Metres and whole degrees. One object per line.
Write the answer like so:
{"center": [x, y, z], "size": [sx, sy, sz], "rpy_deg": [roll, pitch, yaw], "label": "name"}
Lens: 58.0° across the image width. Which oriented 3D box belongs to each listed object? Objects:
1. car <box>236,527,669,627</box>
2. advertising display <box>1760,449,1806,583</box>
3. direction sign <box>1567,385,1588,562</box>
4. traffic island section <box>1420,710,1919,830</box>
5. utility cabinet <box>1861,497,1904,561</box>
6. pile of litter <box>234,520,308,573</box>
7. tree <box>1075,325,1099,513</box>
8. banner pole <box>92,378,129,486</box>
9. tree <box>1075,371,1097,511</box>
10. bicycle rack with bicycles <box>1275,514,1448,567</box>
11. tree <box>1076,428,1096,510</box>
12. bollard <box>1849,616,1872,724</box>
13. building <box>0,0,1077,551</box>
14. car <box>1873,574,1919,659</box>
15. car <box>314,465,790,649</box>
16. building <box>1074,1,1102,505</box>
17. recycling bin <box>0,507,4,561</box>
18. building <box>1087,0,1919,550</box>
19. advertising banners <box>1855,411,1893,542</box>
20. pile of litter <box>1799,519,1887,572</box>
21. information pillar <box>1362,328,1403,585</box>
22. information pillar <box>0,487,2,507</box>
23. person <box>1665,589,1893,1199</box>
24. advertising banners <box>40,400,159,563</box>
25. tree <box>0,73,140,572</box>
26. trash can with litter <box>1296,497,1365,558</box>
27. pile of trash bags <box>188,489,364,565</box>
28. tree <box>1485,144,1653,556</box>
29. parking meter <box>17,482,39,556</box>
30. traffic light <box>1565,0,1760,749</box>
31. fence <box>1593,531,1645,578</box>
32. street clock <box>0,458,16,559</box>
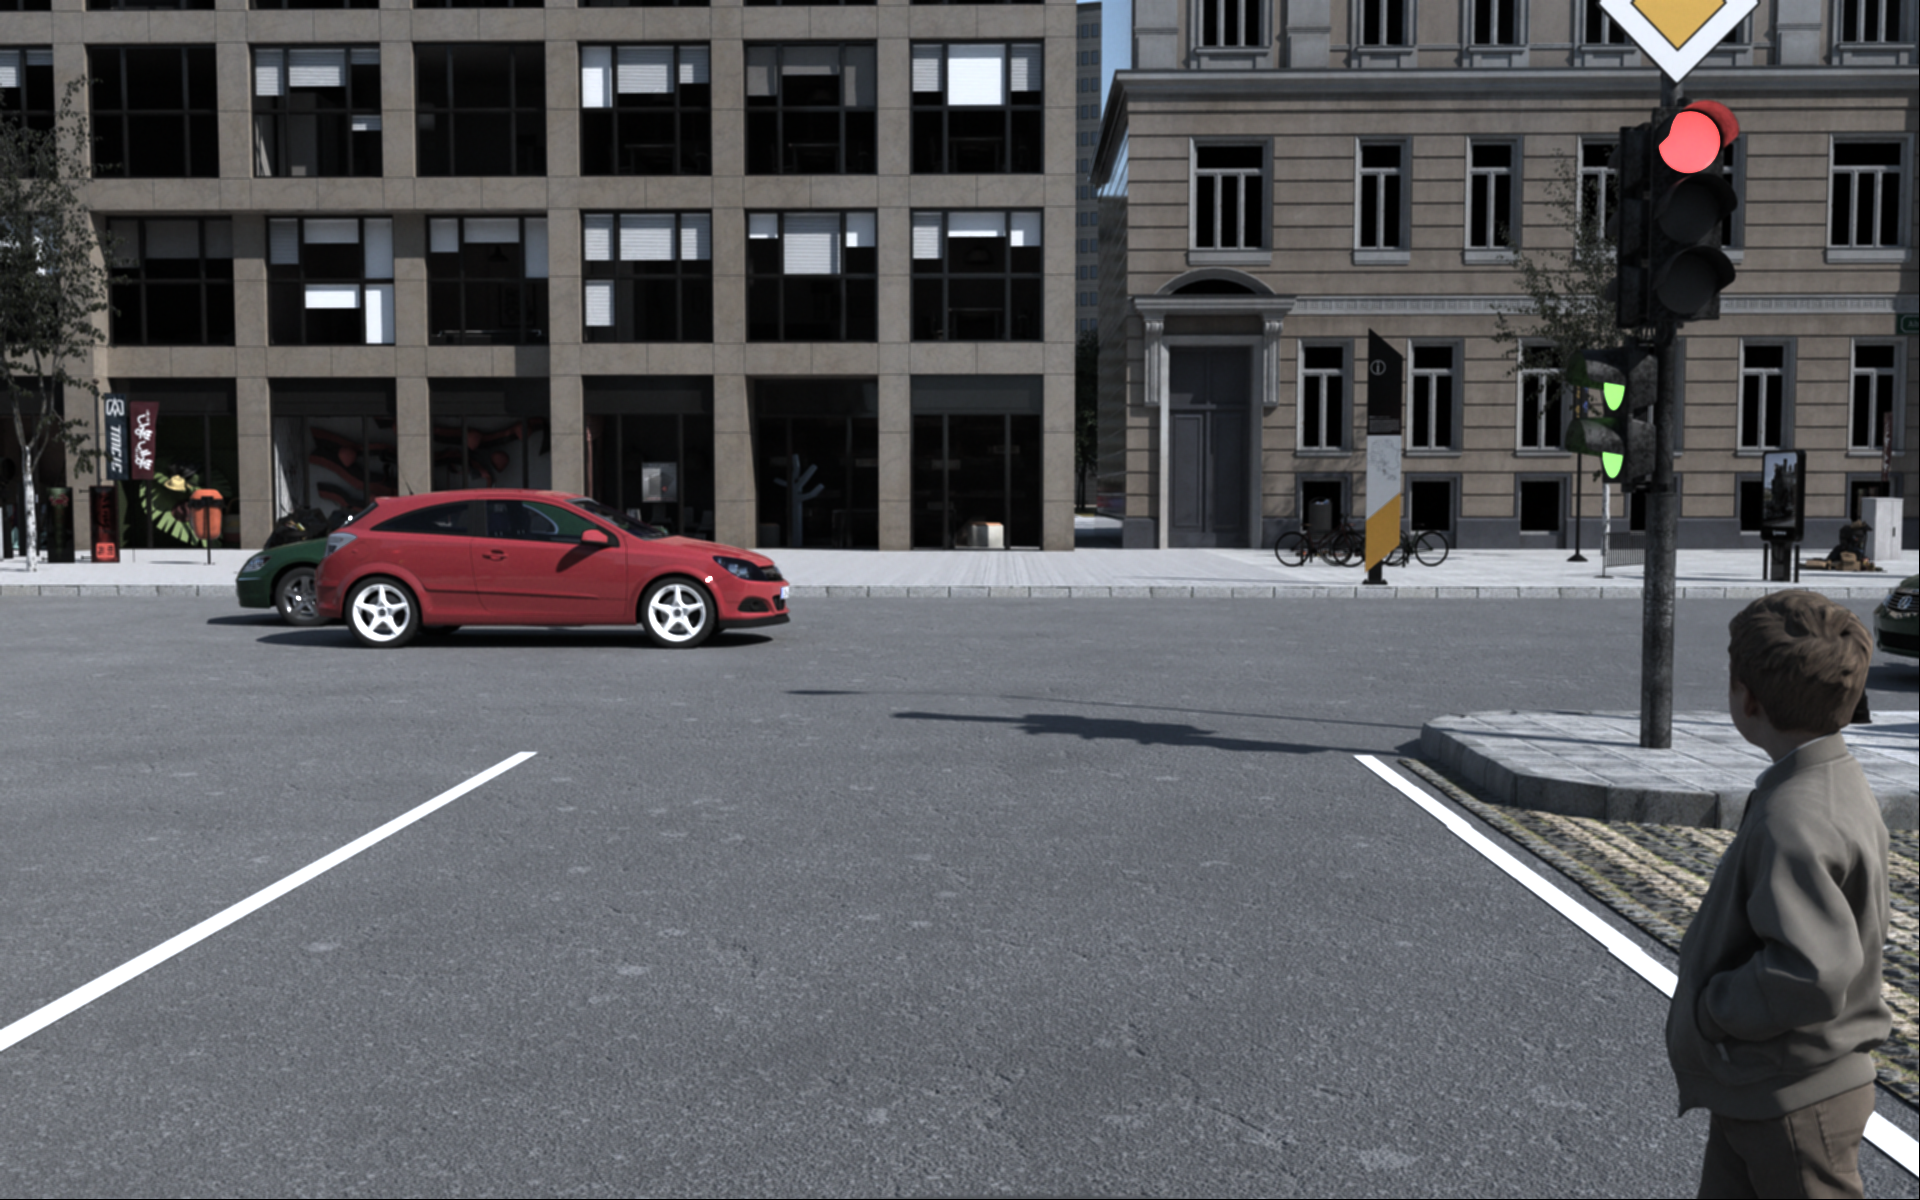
{"center": [-5.617, -0.472, 19.522], "size": [4.920, 1.459, 2.131], "rpy_deg": [0, 4, 0], "label": "car"}
{"center": [12.075, -1.237, 25.436], "size": [0.123, 1.923, 0.974], "rpy_deg": [0, 4, -4], "label": "advertising display"}
{"center": [11.776, -2.503, 32.928], "size": [0.379, 3.537, 0.876], "rpy_deg": [2, 4, 35], "label": "direction sign"}
{"center": [3.549, 0.826, 8.782], "size": [2.009, 0.180, 2.903], "rpy_deg": [0, 4, 1], "label": "traffic island section"}
{"center": [17.772, -1.359, 33.386], "size": [1.020, 1.237, 0.306], "rpy_deg": [-2, 4, -35], "label": "utility cabinet"}
{"center": [-10.995, -0.888, 28.491], "size": [1.719, 0.858, 1.176], "rpy_deg": [0, 4, -7], "label": "pile of litter"}
{"center": [9.356, -12.128, 115.300], "size": [9.611, 12.733, 9.660], "rpy_deg": [0, 3, 0], "label": "tree"}
{"center": [-18.546, -2.920, 37.763], "size": [0.401, 3.779, 0.863], "rpy_deg": [3, 5, 43], "label": "banner pole"}
{"center": [9.307, -12.468, 129.602], "size": [9.928, 11.665, 9.643], "rpy_deg": [0, 3, 0], "label": "tree"}
{"center": [7.290, -1.090, 31.201], "size": [2.925, 0.926, 2.852], "rpy_deg": [1, 4, 18], "label": "bicycle rack with bicycles"}
{"center": [9.783, -12.702, 142.094], "size": [8.767, 10.594, 7.601], "rpy_deg": [-1, 4, -15], "label": "tree"}
{"center": [5.019, 0.384, 9.758], "size": [0.229, 0.601, 0.229], "rpy_deg": [0, 3, 0], "label": "bollard"}
{"center": [-14.188, -14.899, 48.108], "size": [34.151, 26.468, 19.350], "rpy_deg": [0, 4, 1], "label": "building"}
{"center": [9.462, -0.071, 12.959], "size": [4.920, 1.459, 2.131], "rpy_deg": [0, 4, 0], "label": "car"}
{"center": [-3.902, -0.477, 16.839], "size": [4.494, 1.783, 2.155], "rpy_deg": [0, 4, 1], "label": "car"}
{"center": [20.314, -40.639, 206.439], "size": [28.212, 58.520, 21.231], "rpy_deg": [0, 4, 1], "label": "building"}
{"center": [-18.653, -1.236, 32.758], "size": [0.722, 1.027, 0.722], "rpy_deg": [0, 4, 7], "label": "recycling bin"}
{"center": [13.667, -15.876, 45.481], "size": [20.117, 28.700, 13.634], "rpy_deg": [0, 4, 1], "label": "building"}
{"center": [19.870, -2.537, 37.669], "size": [0.090, 3.025, 2.074], "rpy_deg": [1, 4, 10], "label": "advertising banners"}
{"center": [14.875, -0.933, 29.222], "size": [1.176, 0.858, 1.719], "rpy_deg": [0, 4, 5], "label": "pile of litter"}
{"center": [5.962, -2.023, 24.425], "size": [0.504, 3.616, 0.183], "rpy_deg": [1, 4, 12], "label": "information pillar"}
{"center": [-21.018, -2.032, 37.717], "size": [0.304, 2.012, 0.304], "rpy_deg": [0, 4, -1], "label": "information pillar"}
{"center": [1.127, 0.638, 2.349], "size": [0.640, 1.303, 0.475], "rpy_deg": [1, 4, 17], "label": "person"}
{"center": [-15.980, -2.205, 32.239], "size": [2.074, 3.025, 0.090], "rpy_deg": [-1, 4, -14], "label": "advertising banners"}
{"center": [-15.340, -4.758, 28.155], "size": [4.360, 8.622, 3.978], "rpy_deg": [0, 3, 0], "label": "tree"}
{"center": [7.816, -1.507, 35.692], "size": [2.233, 1.210, 1.678], "rpy_deg": [-1, 4, -19], "label": "trash can with litter"}
{"center": [-12.567, -1.387, 32.428], "size": [3.447, 1.369, 1.912], "rpy_deg": [-2, 4, -28], "label": "pile of trash bags"}
{"center": [13.212, -5.228, 35.841], "size": [4.360, 8.622, 3.978], "rpy_deg": [0, 3, 0], "label": "tree"}
{"center": [-19.220, -1.670, 35.719], "size": [0.372, 1.533, 0.369], "rpy_deg": [0, 3, 0], "label": "parking meter"}
{"center": [3.509, -1.208, 8.669], "size": [0.839, 4.253, 0.868], "rpy_deg": [0, 4, 1], "label": "traffic light"}
{"center": [10.528, -0.726, 27.254], "size": [0.278, 0.683, 2.069], "rpy_deg": [3, 5, 42], "label": "fence"}
{"center": [-18.950, -1.821, 34.343], "size": [0.358, 2.002, 0.471], "rpy_deg": [1, 4, 9], "label": "street clock"}
